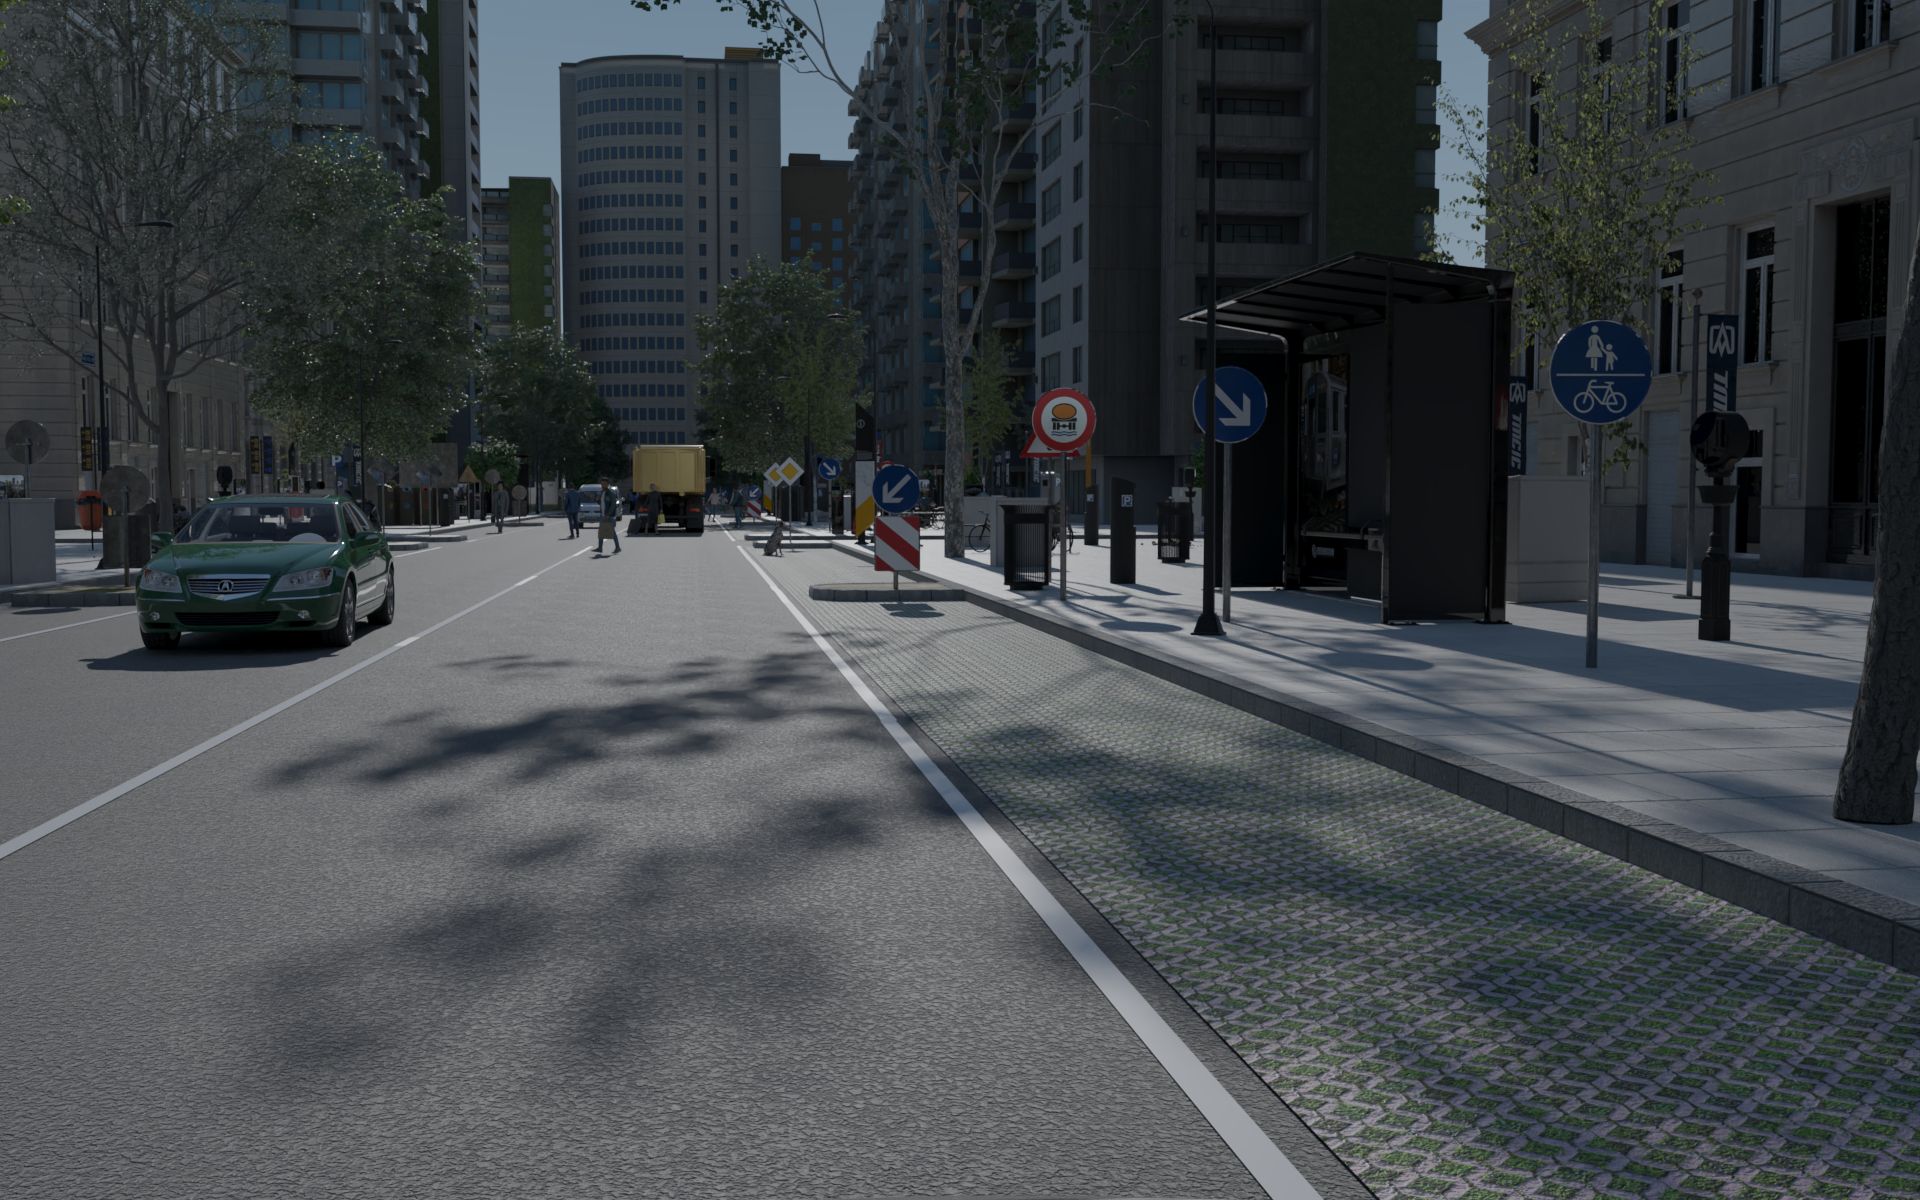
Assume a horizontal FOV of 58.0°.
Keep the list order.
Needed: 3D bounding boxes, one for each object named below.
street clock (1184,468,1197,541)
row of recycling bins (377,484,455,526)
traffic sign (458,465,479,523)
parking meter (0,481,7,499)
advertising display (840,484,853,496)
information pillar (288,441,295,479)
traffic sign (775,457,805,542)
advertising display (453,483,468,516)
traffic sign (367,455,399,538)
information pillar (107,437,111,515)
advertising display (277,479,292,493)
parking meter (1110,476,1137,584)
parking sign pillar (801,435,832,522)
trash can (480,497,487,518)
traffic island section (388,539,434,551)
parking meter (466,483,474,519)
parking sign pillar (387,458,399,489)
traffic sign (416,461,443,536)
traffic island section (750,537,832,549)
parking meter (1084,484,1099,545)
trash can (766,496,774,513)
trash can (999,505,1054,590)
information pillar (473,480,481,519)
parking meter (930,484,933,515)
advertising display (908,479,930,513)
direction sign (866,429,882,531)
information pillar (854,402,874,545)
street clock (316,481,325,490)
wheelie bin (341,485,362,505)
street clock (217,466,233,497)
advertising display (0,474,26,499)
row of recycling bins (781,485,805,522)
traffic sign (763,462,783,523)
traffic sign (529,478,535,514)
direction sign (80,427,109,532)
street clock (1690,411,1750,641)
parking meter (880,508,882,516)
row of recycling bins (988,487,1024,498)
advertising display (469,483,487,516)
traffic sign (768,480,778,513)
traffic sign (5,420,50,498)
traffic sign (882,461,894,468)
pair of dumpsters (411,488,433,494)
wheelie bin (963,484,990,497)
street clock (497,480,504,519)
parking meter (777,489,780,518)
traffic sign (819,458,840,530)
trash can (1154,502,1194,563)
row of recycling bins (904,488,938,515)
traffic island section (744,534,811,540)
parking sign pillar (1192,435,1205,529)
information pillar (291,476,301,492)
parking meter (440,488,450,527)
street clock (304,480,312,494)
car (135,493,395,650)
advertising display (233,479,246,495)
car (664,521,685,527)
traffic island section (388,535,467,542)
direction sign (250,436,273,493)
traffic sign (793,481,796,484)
[{"bbox_3d":[6.302,-2.617,47.366,0.358,2.002,0.471,1,4,20],"label":"street clock"},{"bbox_3d":[-22.596,-3.936,71.464,1.069,1.692,3.534,3,5,45],"label":"row of recycling bins"},{"bbox_3d":[-21.823,-4.704,76.915,0.884,2.594,0.081,0,4,-7],"label":"traffic sign"},{"bbox_3d":[-18.023,-1.466,32.380,0.372,1.533,0.369,0,3,0],"label":"parking meter"},{"bbox_3d":[-7.130,-6.364,109.262,0.974,1.923,0.123,-3,5,-43],"label":"advertising display"},{"bbox_3d":[-29.676,-5.236,76.955,0.183,3.616,0.504,0,4,1],"label":"information pillar"},{"bbox_3d":[-4.557,-2.617,46.423,0.795,2.450,0.064,-1,4,-9],"label":"traffic sign"},{"bbox_3d":[-28.773,-5.801,100.063,0.974,1.923,0.123,-1,4,-19],"label":"advertising display"},{"bbox_3d":[-14.933,-2.521,44.853,0.795,2.450,0.064,-1,4,-9],"label":"traffic sign"},{"bbox_3d":[-30.371,-4.303,61.704,0.183,3.616,0.504,-1,4,-14],"label":"information pillar"},{"bbox_3d":[-28.238,-4.129,72.730,0.123,1.923,0.974,2,4,24],"label":"advertising display"},{"bbox_3d":[2.337,-1.003,24.808,0.372,1.533,0.369,0,3,0],"label":"parking meter"},{"bbox_3d":[-6.590,-5.573,79.595,1.447,3.967,1.447,2,4,32],"label":"parking sign pillar"},{"bbox_3d":[-24.921,-4.786,89.909,0.748,1.137,0.748,0,3,0],"label":"trash can"},{"bbox_3d":[-14.955,-1.384,44.912,2.009,0.180,2.903,-1,4,-9],"label":"traffic island section"},{"bbox_3d":[-25.114,-5.080,88.766,0.399,1.863,0.255,-1,4,-18],"label":"parking meter"},{"bbox_3d":[-30.898,-6.496,94.683,1.447,3.967,1.447,-3,5,-40],"label":"parking sign pillar"},{"bbox_3d":[-16.147,-3.003,52.746,0.795,2.450,0.064,-1,4,-9],"label":"traffic sign"},{"bbox_3d":[-4.535,-1.482,46.504,2.009,0.180,2.903,-1,4,-9],"label":"traffic island section"},{"bbox_3d":[3.297,-2.142,43.441,0.372,1.533,0.369,0,3,0],"label":"parking meter"},{"bbox_3d":[-12.516,-6.294,114.554,0.748,1.137,0.748,0,3,0],"label":"trash can"},{"bbox_3d":[0.891,-0.708,23.231,0.748,1.137,0.748,0,3,0],"label":"trash can"},{"bbox_3d":[-24.903,-5.186,89.281,0.304,2.012,0.304,-2,4,-28],"label":"information pillar"},{"bbox_3d":[-1.650,-5.546,96.383,0.255,1.863,0.399,0,4,-7],"label":"parking meter"},{"bbox_3d":[-1.742,-4.142,72.930,0.974,1.923,0.123,-1,4,-10],"label":"advertising display"},{"bbox_3d":[-3.158,-4.171,60.195,0.876,3.537,0.379,0,4,-8],"label":"direction sign"},{"bbox_3d":[-2.422,-3.214,43.911,0.504,3.616,0.183,1,4,15],"label":"information pillar"},{"bbox_3d":[-36.058,-5.697,97.723,0.358,2.002,0.471,1,4,18],"label":"street clock"},{"bbox_3d":[-22.226,-3.397,63.452,0.693,1.594,0.980,1,4,18],"label":"wheelie bin"},{"bbox_3d":[-18.878,-2.443,44.507,0.471,2.002,0.358,3,5,44],"label":"street clock"},{"bbox_3d":[-30.145,-3.042,54.948,0.123,1.923,0.974,2,4,30],"label":"advertising display"},{"bbox_3d":[-7.824,-4.605,82.407,1.069,1.692,3.534,0,4,4],"label":"row of recycling bins"},{"bbox_3d":[-5.772,-3.099,54.316,0.795,2.450,0.064,-1,4,-9],"label":"traffic sign"},{"bbox_3d":[-27.887,-6.744,112.392,0.606,2.300,0.079,0,4,-7],"label":"traffic sign"},{"bbox_3d":[-29.162,-4.064,58.436,0.876,3.537,0.379,0,4,-6],"label":"direction sign"},{"bbox_3d":[6.624,-0.647,15.152,0.358,2.002,0.471,-1,4,-20],"label":"street clock"},{"bbox_3d":[-3.876,-4.873,88.090,0.372,1.533,0.369,0,3,0],"label":"parking meter"},{"bbox_3d":[2.661,-5.567,98.128,1.069,1.692,3.534,2,4,29],"label":"row of recycling bins"},{"bbox_3d":[-27.620,-5.772,99.579,0.974,1.923,0.123,1,4,20],"label":"advertising display"},{"bbox_3d":[-10.989,-6.091,101.713,0.606,2.300,0.079,0,4,0],"label":"traffic sign"},{"bbox_3d":[-16.011,-1.814,29.758,0.768,2.556,0.104,0,4,0],"label":"traffic sign"},{"bbox_3d":[-2.818,-4.121,67.481,0.768,2.556,0.104,0,4,-5],"label":"traffic sign"},{"bbox_3d":[-25.592,-4.898,82.568,1.574,2.255,4.437,-1,4,-9],"label":"pair of dumpsters"},{"bbox_3d":[0.447,-2.872,54.866,0.980,1.594,0.693,0,4,4],"label":"wheelie bin"},{"bbox_3d":[-23.944,-5.245,90.324,0.358,2.002,0.471,0,4,-1],"label":"street clock"},{"bbox_3d":[-9.818,-5.250,94.246,0.372,1.533,0.369,0,3,0],"label":"parking meter"},{"bbox_3d":[-4.627,-3.757,61.535,0.768,2.556,0.104,0,4,-2],"label":"traffic sign"},{"bbox_3d":[3.992,-1.265,32.334,0.748,1.137,0.748,0,3,0],"label":"trash can"},{"bbox_3d":[-2.925,-6.062,106.231,3.534,1.692,1.069,-2,4,-33],"label":"row of recycling bins"},{"bbox_3d":[-5.750,-1.964,54.396,2.009,0.180,2.903,-1,4,-9],"label":"traffic island section"},{"bbox_3d":[9.016,-4.616,63.946,1.447,3.967,1.447,2,4,33],"label":"parking sign pillar"},{"bbox_3d":[-26.916,-4.021,70.241,0.304,2.012,0.304,-1,4,-11],"label":"information pillar"},{"bbox_3d":[-20.316,-3.663,68.305,0.372,1.533,0.369,0,3,0],"label":"parking meter"},{"bbox_3d":[-34.189,-5.279,90.886,0.358,2.002,0.471,0,4,-2],"label":"street clock"},{"bbox_3d":[-6.907,-0.354,17.585,2.131,1.459,4.920,-1,4,-11],"label":"car"},{"bbox_3d":[-31.020,-4.246,74.629,0.123,1.923,0.974,0,4,2],"label":"advertising display"},{"bbox_3d":[-12.970,-3.885,75.877,2.083,1.381,4.827,-1,4,-11],"label":"car"},{"bbox_3d":[-16.169,-1.867,52.804,2.009,0.180,2.903,-1,4,-9],"label":"traffic island section"},{"bbox_3d":[-27.240,-4.623,67.588,0.379,3.537,0.876,3,5,39],"label":"direction sign"},{"bbox_3d":[-10.358,-6.461,105.740,0.768,2.556,0.104,0,3,0],"label":"traffic sign"}]
